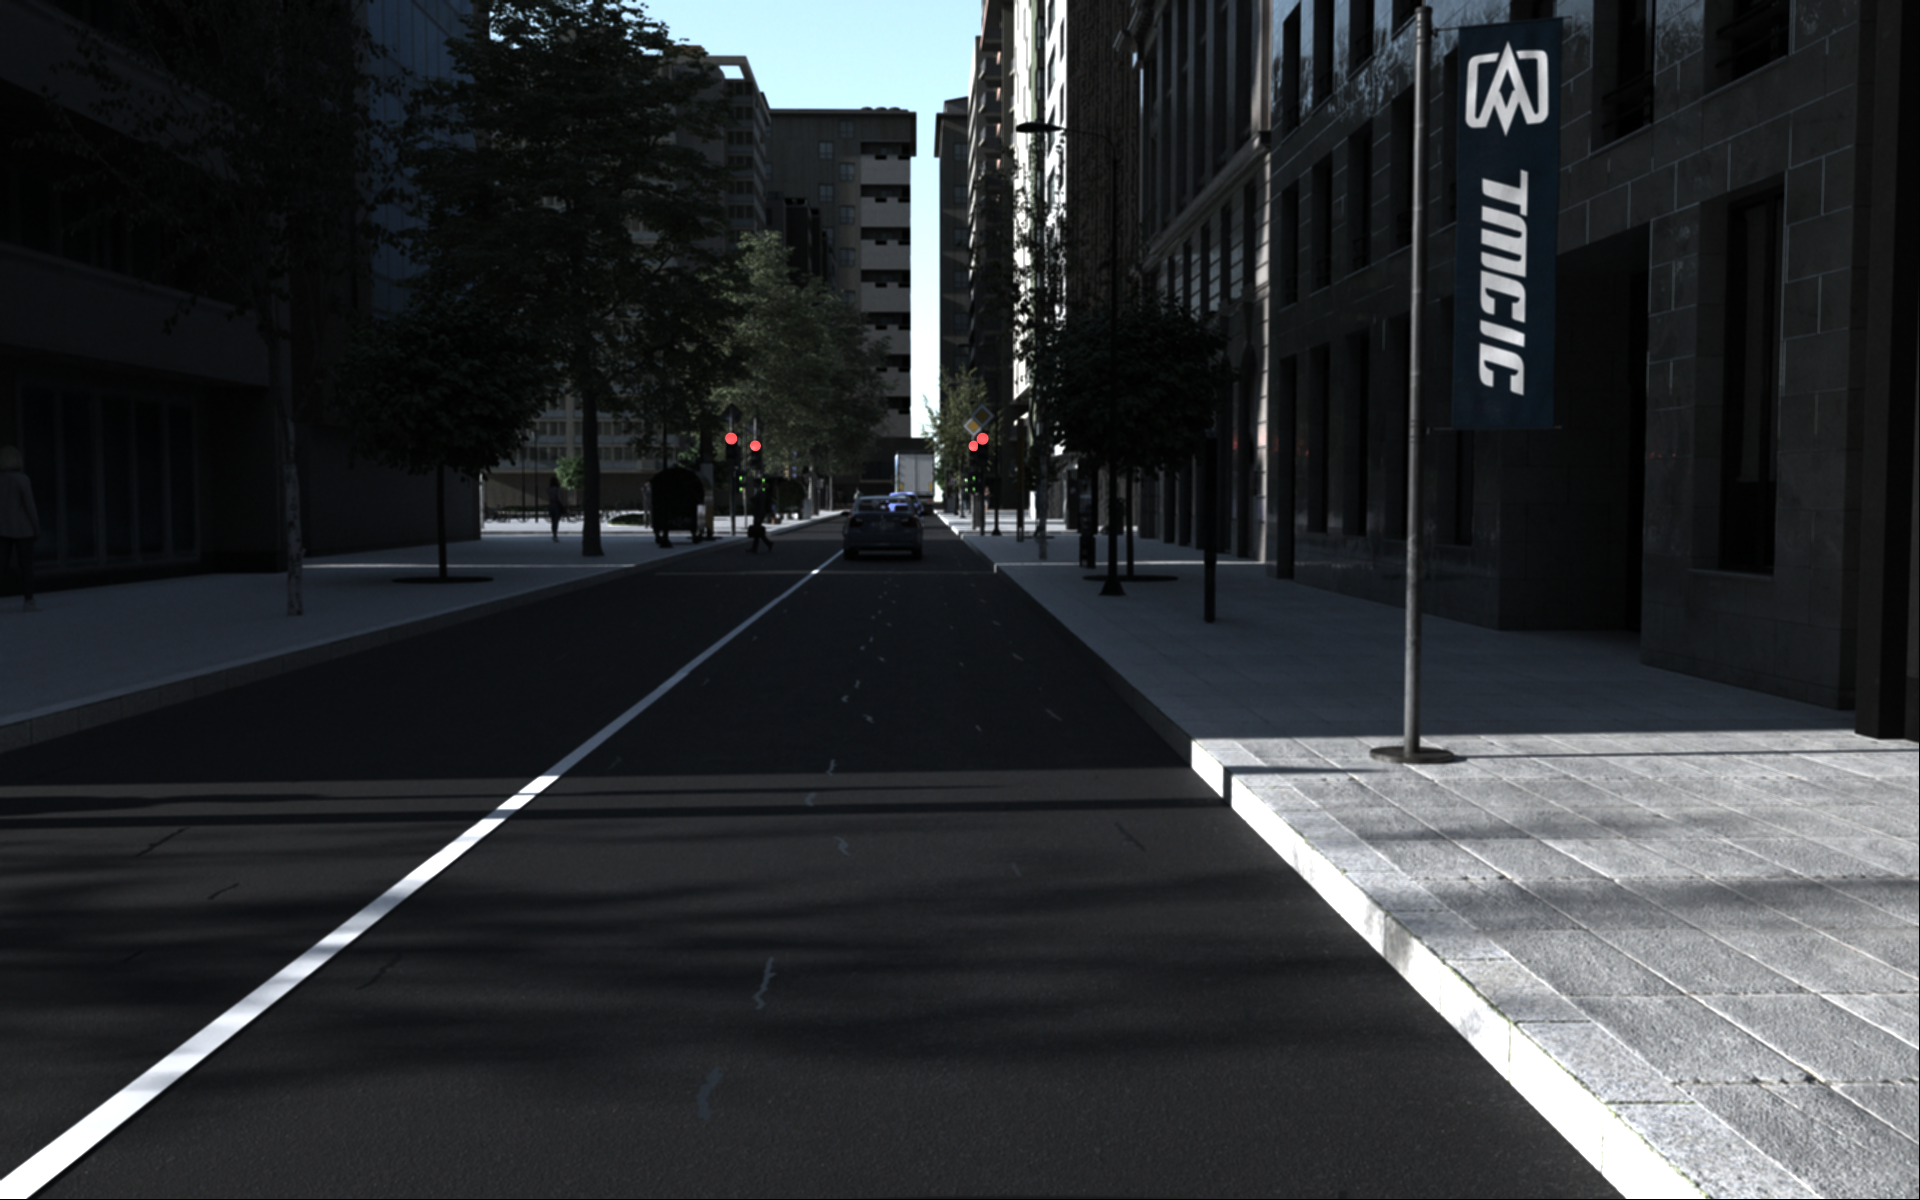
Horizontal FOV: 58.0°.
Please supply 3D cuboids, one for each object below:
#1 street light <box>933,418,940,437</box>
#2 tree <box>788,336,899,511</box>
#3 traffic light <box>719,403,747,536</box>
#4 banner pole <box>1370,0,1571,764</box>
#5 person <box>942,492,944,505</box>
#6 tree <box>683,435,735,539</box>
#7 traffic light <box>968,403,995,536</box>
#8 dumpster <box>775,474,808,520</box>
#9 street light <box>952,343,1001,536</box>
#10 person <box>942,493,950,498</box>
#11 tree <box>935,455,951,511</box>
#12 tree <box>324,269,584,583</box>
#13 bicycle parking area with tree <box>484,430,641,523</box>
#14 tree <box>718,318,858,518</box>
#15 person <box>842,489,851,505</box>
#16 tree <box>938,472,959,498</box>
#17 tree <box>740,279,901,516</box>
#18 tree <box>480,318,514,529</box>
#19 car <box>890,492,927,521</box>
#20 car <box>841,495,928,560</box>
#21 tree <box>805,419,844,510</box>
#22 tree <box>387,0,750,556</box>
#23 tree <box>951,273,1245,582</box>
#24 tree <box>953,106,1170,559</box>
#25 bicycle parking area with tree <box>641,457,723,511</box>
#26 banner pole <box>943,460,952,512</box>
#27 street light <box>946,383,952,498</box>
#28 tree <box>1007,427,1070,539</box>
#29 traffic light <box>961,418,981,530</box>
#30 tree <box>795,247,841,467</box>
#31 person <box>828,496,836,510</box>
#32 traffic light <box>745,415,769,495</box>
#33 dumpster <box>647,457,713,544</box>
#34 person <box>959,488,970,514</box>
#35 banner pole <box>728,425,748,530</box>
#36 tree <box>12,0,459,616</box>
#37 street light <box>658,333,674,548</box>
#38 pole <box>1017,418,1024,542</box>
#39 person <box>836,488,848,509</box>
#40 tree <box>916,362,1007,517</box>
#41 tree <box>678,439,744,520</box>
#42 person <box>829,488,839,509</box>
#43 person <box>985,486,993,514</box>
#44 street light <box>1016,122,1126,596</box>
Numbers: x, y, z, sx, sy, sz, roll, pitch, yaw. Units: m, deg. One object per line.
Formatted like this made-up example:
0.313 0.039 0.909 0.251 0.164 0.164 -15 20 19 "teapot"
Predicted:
-0.759 -8.110 105.135 1.470 5.913 1.316 0 4 -1 "street light"
-9.778 -13.453 130.331 12.009 13.543 11.850 0 3 0 "tree"
-6.991 -3.941 53.354 0.839 4.253 0.868 0 4 -1 "traffic light"
2.409 -1.113 8.217 0.863 3.779 0.401 1 4 22 "banner pole"
-1.887 -11.867 200.992 0.530 1.710 0.541 0 4 4 "person"
-7.203 -3.362 49.576 1.663 3.219 1.824 0 3 0 "tree"
0.668 -3.954 53.563 0.839 4.253 0.868 0 4 -1 "traffic light"
-8.352 -5.087 85.666 1.502 2.255 1.985 0 4 -1 "dumpster"
0.591 -4.955 53.548 1.470 5.913 1.316 0 4 -1 "street light"
-1.615 -11.230 190.370 1.217 1.736 0.721 2 4 32 "person"
-0.537 -9.059 131.828 4.285 4.588 4.351 0 3 0 "tree"
-7.558 -2.555 25.480 4.285 4.588 4.351 0 3 0 "tree"
-19.740 -5.691 80.056 9.016 4.147 8.231 0 4 -7 "bicycle parking area with tree"
-9.294 -9.682 92.720 8.767 10.594 7.601 1 4 9 "tree"
-13.012 -11.641 196.455 1.350 1.814 0.705 1 4 20 "person"
-0.712 -8.177 128.290 1.663 3.219 1.824 0 3 0 "tree"
-8.694 -12.043 103.552 9.857 13.997 8.962 0 3 0 "tree"
-17.952 -6.953 64.047 4.737 8.622 4.395 0 3 0 "tree"
-2.359 -3.820 72.050 1.945 1.707 3.694 0 4 -1 "car"
-1.720 -1.665 39.230 2.014 1.417 4.499 0 4 -1 "car"
-10.884 -11.651 140.851 4.360 8.622 3.978 0 3 0 "tree"
-8.074 -7.186 35.618 7.486 12.596 7.792 0 3 0 "tree"
2.639 -2.585 25.984 4.285 4.588 4.351 0 3 0 "tree"
1.860 -5.117 34.022 4.360 8.622 3.978 0 3 0 "tree"
-21.821 -8.812 131.075 9.016 4.147 8.231 1 4 17 "bicycle parking area with tree"
-0.856 -8.303 125.775 0.863 3.779 0.401 -3 5 -41 "banner pole"
0.135 -6.107 72.399 1.470 5.913 1.316 0 4 -1 "street light"
2.192 -3.414 50.416 1.663 3.219 1.824 0 3 0 "tree"
0.466 -4.442 61.545 0.839 4.253 0.868 0 4 -1 "traffic light"
-8.801 -9.573 74.645 7.486 12.596 7.792 0 3 0 "tree"
-10.591 -8.131 142.208 0.991 1.433 0.599 -2 4 -32 "person"
-7.192 -4.429 61.337 0.839 4.253 0.868 0 4 -1 "traffic light"
-7.288 -2.604 45.061 1.502 2.255 1.985 0 4 -2 "dumpster"
0.289 -6.435 111.244 0.713 1.824 0.794 1 4 11 "person"
-7.969 -4.436 62.544 0.863 3.779 0.401 1 4 9 "banner pole"
-7.080 -4.128 17.853 4.360 8.622 3.978 0 3 0 "tree"
-6.470 -4.195 41.128 1.470 5.913 1.316 0 4 -1 "street light"
1.625 -3.218 46.465 0.158 3.312 0.155 0 3 0 "pole"
-10.249 -8.684 148.026 1.348 1.824 0.705 0 4 8 "person"
-0.174 -8.894 95.771 4.737 8.622 4.395 0 3 0 "tree"
-12.275 -6.280 86.393 4.285 4.588 4.351 0 3 0 "tree"
-10.461 -8.381 143.617 0.990 1.755 0.434 -2 4 -32 "person"
1.768 -6.364 110.455 0.532 1.782 0.716 2 4 27 "person"
1.396 -3.013 21.810 1.470 5.913 1.316 0 4 -1 "street light"
